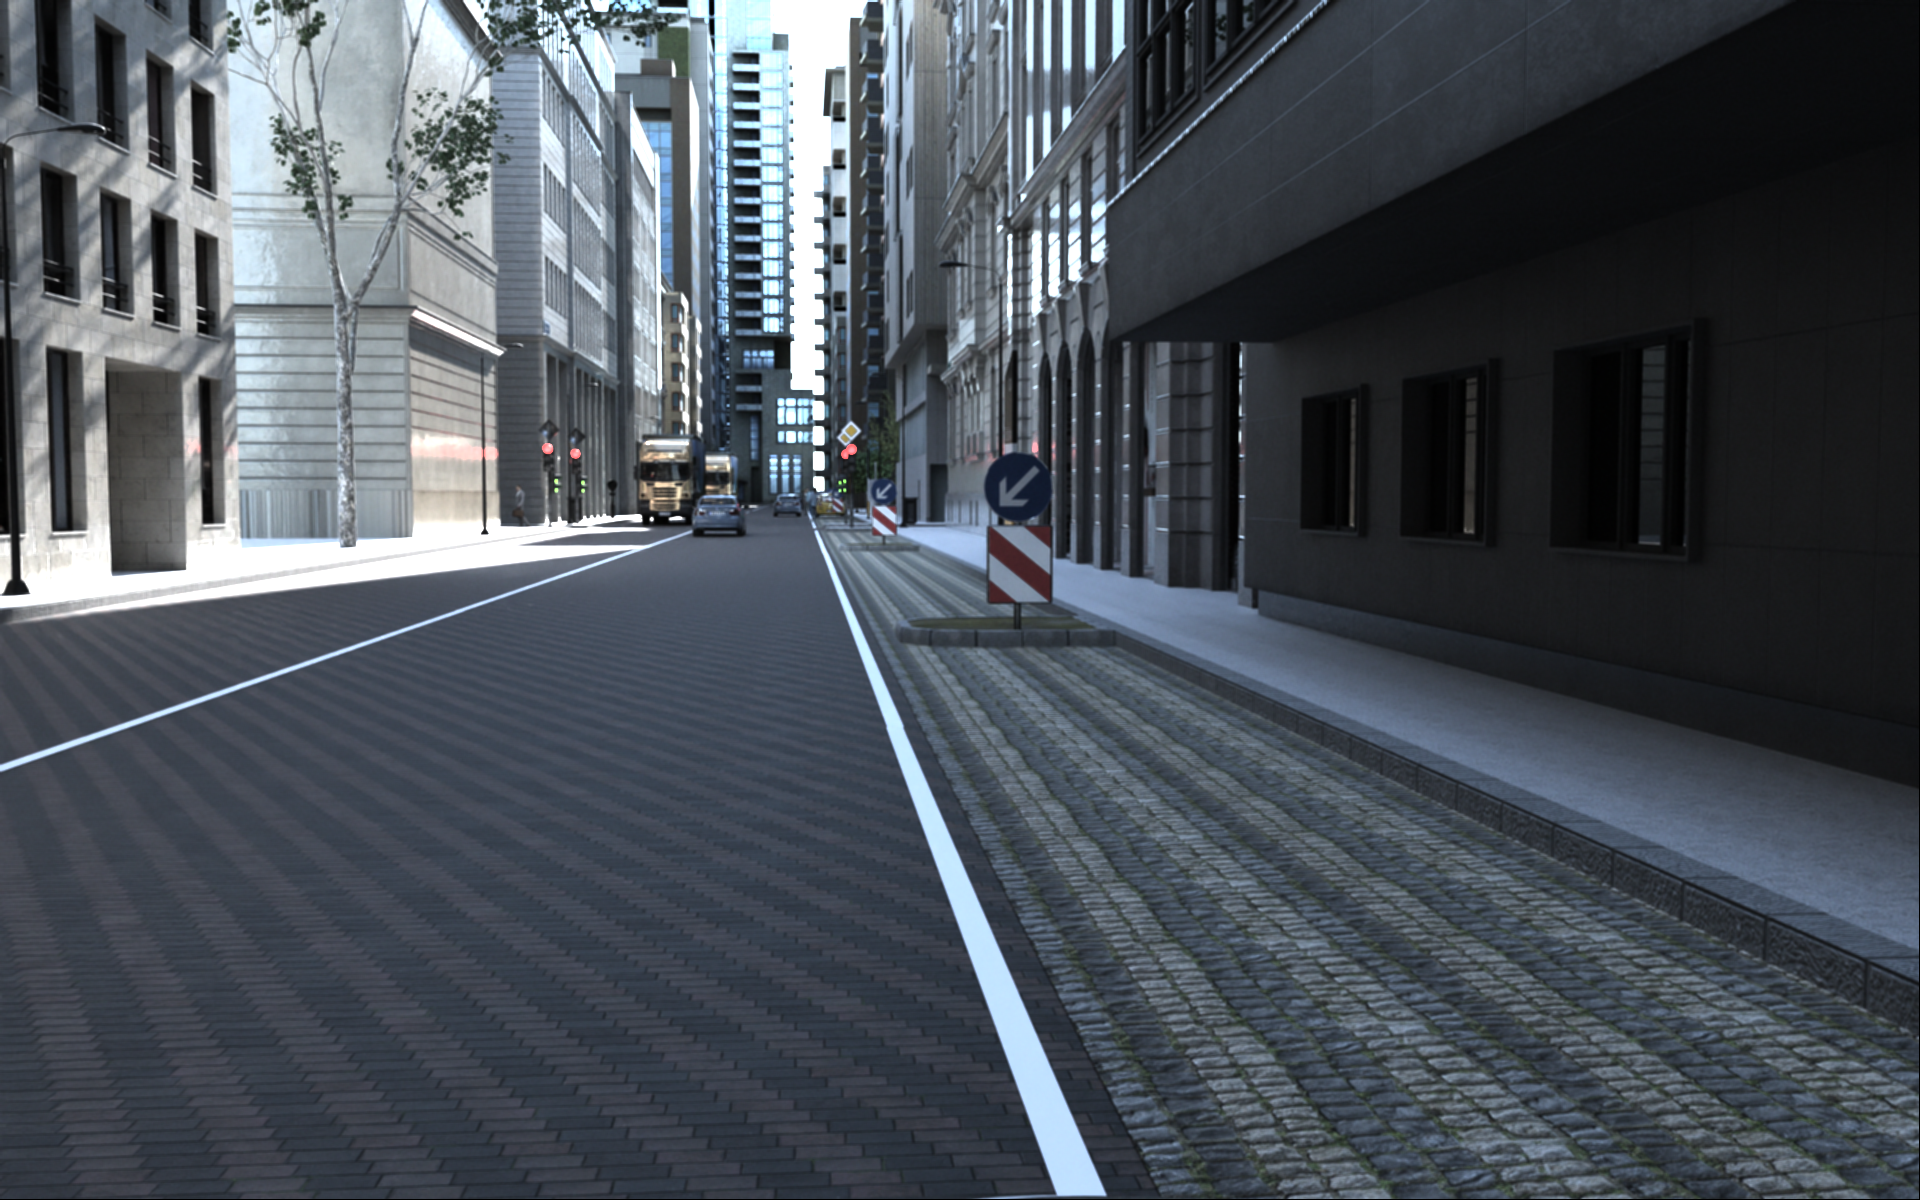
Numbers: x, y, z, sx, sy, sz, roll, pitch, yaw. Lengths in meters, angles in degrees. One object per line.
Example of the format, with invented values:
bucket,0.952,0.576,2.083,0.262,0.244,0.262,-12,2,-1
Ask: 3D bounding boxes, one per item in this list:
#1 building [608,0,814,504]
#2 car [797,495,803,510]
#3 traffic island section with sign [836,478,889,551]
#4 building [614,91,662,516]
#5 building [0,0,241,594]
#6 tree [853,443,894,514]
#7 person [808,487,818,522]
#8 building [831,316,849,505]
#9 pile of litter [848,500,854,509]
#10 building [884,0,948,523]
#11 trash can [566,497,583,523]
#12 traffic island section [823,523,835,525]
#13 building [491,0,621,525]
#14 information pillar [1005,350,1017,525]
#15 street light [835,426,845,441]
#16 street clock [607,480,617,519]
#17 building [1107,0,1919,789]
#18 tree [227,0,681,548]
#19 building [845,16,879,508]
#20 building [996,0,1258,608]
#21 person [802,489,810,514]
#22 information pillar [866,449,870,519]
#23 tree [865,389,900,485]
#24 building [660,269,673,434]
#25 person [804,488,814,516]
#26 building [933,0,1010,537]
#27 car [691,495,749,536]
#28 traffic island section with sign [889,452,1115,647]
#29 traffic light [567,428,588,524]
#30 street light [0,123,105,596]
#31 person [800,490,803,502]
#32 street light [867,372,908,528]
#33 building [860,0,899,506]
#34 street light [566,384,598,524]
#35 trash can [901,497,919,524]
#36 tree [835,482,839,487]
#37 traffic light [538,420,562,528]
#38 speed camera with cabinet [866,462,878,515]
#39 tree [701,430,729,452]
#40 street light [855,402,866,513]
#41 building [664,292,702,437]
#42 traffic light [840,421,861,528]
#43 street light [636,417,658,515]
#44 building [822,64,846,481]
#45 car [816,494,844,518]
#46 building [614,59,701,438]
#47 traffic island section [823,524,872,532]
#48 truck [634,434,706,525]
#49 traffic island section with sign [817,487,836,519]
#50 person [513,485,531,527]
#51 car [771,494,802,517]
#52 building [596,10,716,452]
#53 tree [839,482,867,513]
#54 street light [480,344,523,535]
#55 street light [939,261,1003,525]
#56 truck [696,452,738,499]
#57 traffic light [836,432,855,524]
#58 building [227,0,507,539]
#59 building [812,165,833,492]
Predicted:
building,-36.028,-56.717,239.988,31.000,86.520,22.319,0,4,-5
car,-15.457,-9.068,160.843,1.945,1.354,3.894,0,4,-5
traffic island section with sign,-2.069,-2.157,43.903,1.989,1.847,2.006,0,4,-5
building,-26.146,-17.947,111.448,12.078,24.808,19.932,0,4,-5
building,-17.570,-10.246,22.281,10.420,20.320,16.860,0,4,-5
tree,-5.760,-7.811,111.417,4.285,4.588,4.351,0,3,0
person,-7.539,-4.911,89.067,0.793,1.790,0.793,1,4,10
building,0.450,-20.748,184.274,27.650,21.520,28.899,0,4,-5
pile of litter,-9.449,-8.130,146.895,1.176,0.858,1.719,0,4,-6
building,9.672,-30.543,88.623,27.495,52.752,28.713,0,4,-5
trash can,-16.971,-3.954,76.298,0.748,1.137,0.748,0,3,0
traffic island section,-4.857,-3.180,74.271,2.009,0.180,2.903,0,4,-5
building,-24.151,-18.883,86.234,11.434,29.767,29.804,0,4,-5
information pillar,0.839,-2.268,28.440,0.183,3.616,0.504,-1,4,-14
street light,-7.559,-8.898,118.019,1.470,5.913,1.316,0,4,-5
street clock,-18.046,-5.221,89.938,0.471,2.002,0.358,-2,4,-30
building,9.555,-13.012,6.250,14.314,27.812,24.014,0,4,-5
tree,-13.221,-11.268,40.121,12.611,20.169,13.585,0,3,0
building,-3.520,-31.283,161.586,14.600,45.320,14.200,0,4,-5
building,8.063,-11.557,30.755,13.314,21.916,24.055,0,4,-5
person,-10.778,-6.891,121.444,0.520,1.790,0.573,-2,4,-31
information pillar,-4.736,-5.996,89.392,0.183,3.616,0.504,0,4,-6
tree,-4.296,-10.292,118.635,4.737,8.622,4.395,0,3,0
building,-28.403,-18.088,131.899,11.583,22.565,21.152,0,4,-5
person,-9.963,-6.484,114.384,0.748,1.841,0.638,1,4,16
building,6.625,-16.363,54.925,14.401,28.519,23.554,0,4,-5
car,-8.353,-2.949,60.218,2.014,1.417,4.499,0,4,-5
traffic island section with sign,0.377,-0.516,17.058,1.989,1.847,2.006,0,4,-5
traffic light,-16.161,-5.149,73.108,0.839,4.253,0.868,0,4,-5
street light,-11.422,-3.015,21.830,1.470,5.913,1.316,0,4,-5
person,-15.541,-9.842,169.506,0.705,1.814,1.350,1,4,17
street light,-2.702,-5.736,66.322,1.470,5.913,1.316,0,4,-5
building,3.523,-29.404,135.377,22.147,44.769,28.867,0,4,-5
street light,-15.944,-6.148,73.053,1.470,5.913,1.316,0,4,-5
trash can,-2.136,-3.808,73.914,0.748,1.137,0.748,0,3,0
tree,-9.957,-9.691,153.053,1.663,3.219,1.824,0,3,0
traffic light,-15.432,-4.663,65.156,0.839,4.253,0.868,0,4,-5
speed camera with cabinet,-5.428,-6.861,106.512,0.660,3.252,2.038,0,4,-6
tree,-28.345,-15.230,199.371,4.360,8.622,3.978,0,3,0
street light,-4.566,-7.009,87.143,1.470,5.913,1.316,0,4,-5
building,-38.833,-19.344,161.311,27.650,21.520,28.899,0,4,-5
traffic light,-4.169,-4.727,66.201,0.839,4.253,0.868,0,4,-5
street light,-18.836,-8.050,104.162,1.470,5.913,1.316,0,4,-5
building,-2.186,-38.076,211.776,28.713,52.752,27.495,0,4,-5
car,-7.777,-5.717,103.698,2.015,1.641,3.980,0,4,-6
building,-34.787,-32.565,182.553,14.600,45.320,14.200,0,4,-5
traffic island section,-4.128,-2.693,66.319,2.009,0.180,2.903,0,4,-5
truck,-13.849,-5.794,83.648,2.839,4.237,11.283,0,4,-5
traffic island section with sign,-7.099,-5.513,98.768,1.989,1.847,2.006,0,4,-5
person,-17.838,-3.766,70.194,0.853,1.813,0.709,-3,5,-42
car,-11.102,-6.066,111.182,2.014,1.417,4.499,0,4,-7
building,-44.210,-40.893,210.606,28.212,58.520,21.231,0,4,-5
tree,-6.650,-7.384,115.335,1.663,3.219,1.824,0,3,0
street light,-14.227,-4.964,53.696,1.470,5.913,1.316,0,4,-5
street light,0.276,-3.803,34.719,1.470,5.913,1.316,0,4,-5
truck,-16.682,-7.931,118.587,2.839,4.237,11.283,0,4,-5
traffic light,-4.898,-5.213,74.153,0.839,4.253,0.868,0,4,-5
building,-30.696,-13.591,55.497,30.059,22.955,16.112,0,4,-5
building,-5.490,-38.252,245.035,30.456,49.044,23.786,0,4,-5
